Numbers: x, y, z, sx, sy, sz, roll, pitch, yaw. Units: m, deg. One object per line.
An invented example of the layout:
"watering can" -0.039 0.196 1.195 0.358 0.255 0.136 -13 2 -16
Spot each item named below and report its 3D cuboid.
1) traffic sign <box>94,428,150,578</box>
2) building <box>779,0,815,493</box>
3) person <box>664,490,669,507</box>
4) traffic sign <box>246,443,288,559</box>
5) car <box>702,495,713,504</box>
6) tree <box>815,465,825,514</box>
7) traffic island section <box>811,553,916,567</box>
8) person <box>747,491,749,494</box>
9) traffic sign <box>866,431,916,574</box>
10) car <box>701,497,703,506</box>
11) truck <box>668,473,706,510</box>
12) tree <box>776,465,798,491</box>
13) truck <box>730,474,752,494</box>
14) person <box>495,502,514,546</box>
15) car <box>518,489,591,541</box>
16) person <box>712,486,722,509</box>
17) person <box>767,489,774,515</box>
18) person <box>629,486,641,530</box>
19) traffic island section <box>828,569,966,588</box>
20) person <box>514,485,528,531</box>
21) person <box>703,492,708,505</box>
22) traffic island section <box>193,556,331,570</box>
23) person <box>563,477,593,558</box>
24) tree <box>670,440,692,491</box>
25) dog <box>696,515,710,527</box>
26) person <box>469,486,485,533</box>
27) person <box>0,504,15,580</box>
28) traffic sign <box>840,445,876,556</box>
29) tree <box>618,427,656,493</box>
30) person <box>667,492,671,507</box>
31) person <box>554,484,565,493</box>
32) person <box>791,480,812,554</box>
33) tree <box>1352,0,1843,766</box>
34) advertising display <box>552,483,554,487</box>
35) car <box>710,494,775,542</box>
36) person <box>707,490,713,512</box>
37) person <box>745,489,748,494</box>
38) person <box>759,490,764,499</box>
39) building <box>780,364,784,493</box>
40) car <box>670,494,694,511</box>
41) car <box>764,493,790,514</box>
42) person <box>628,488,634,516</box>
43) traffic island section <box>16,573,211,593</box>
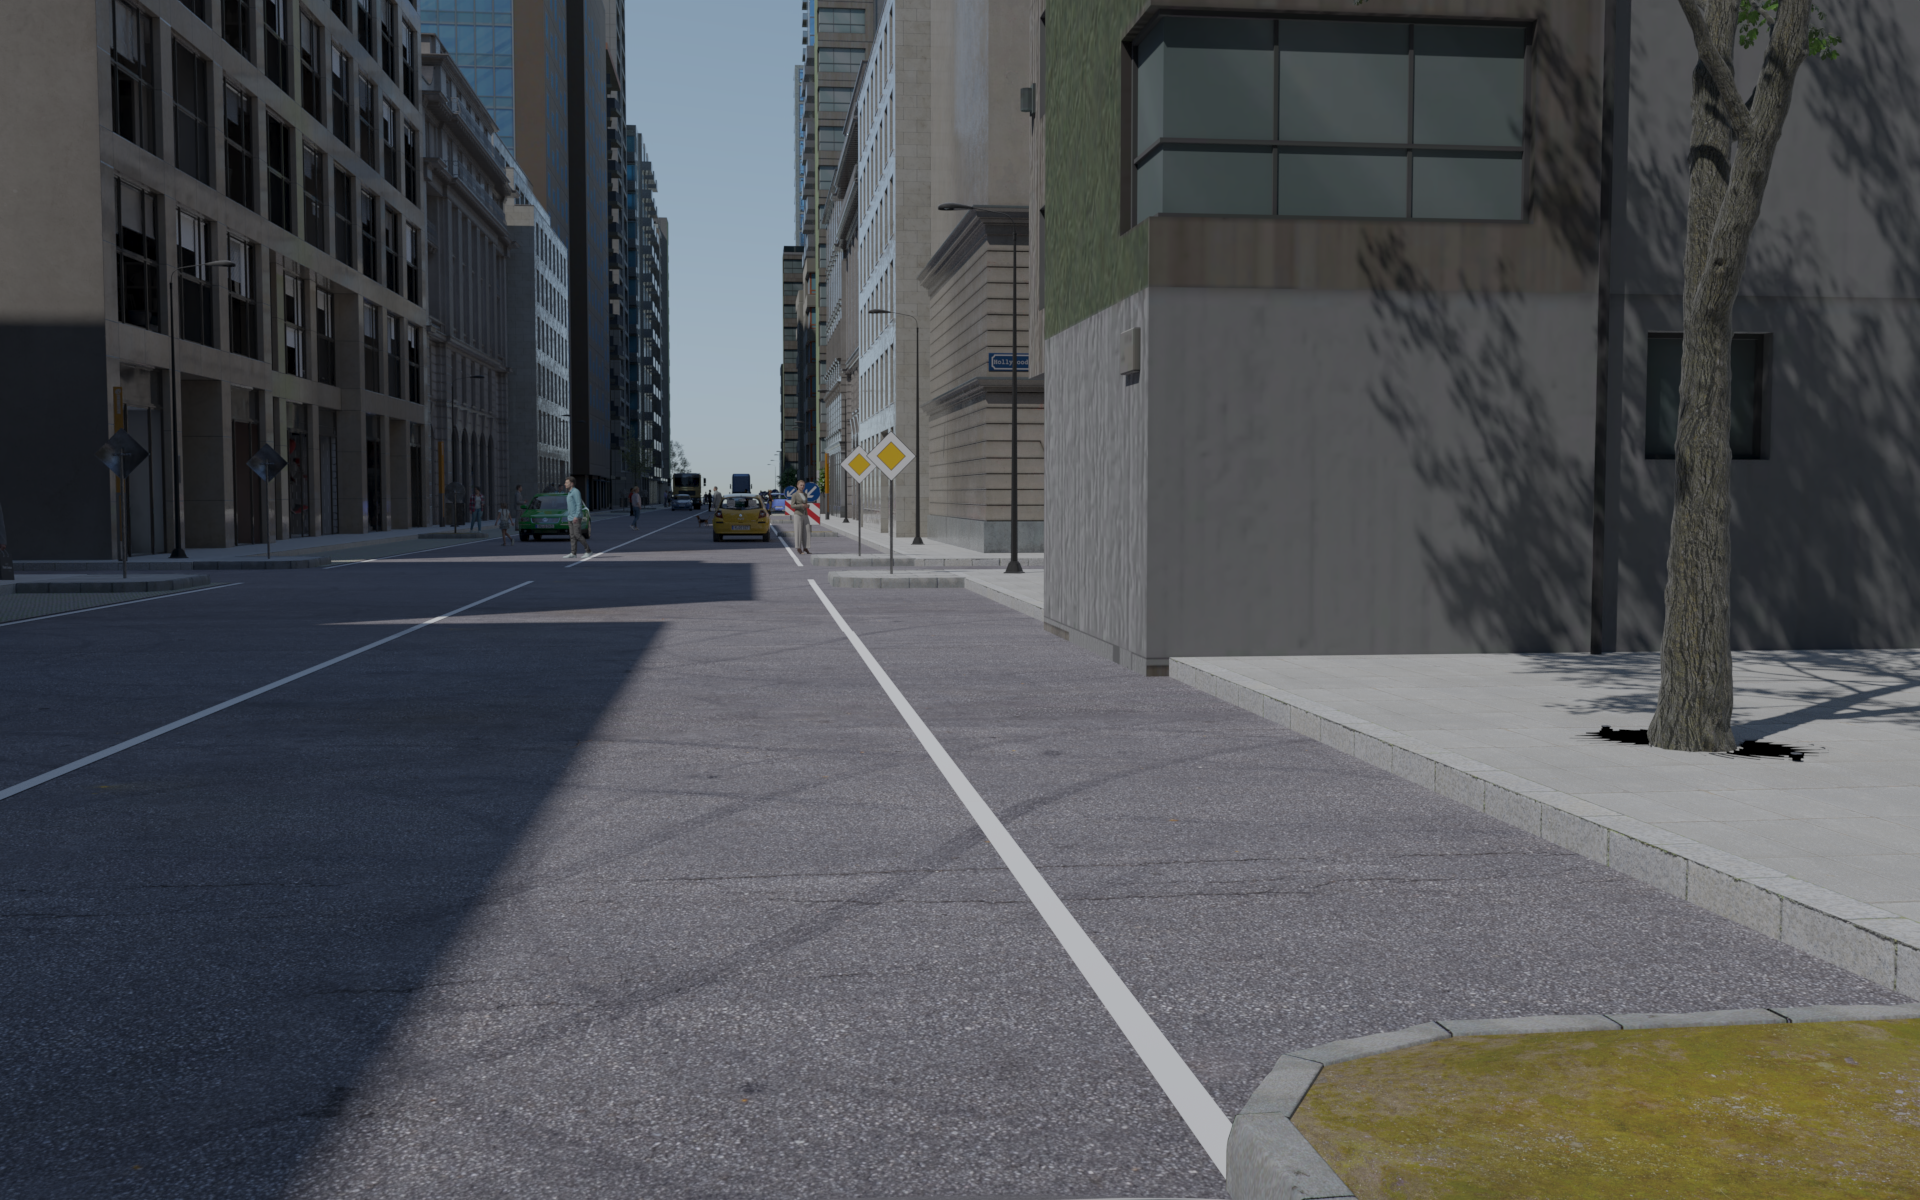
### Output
"traffic sign" -12.711 -1.386 26.304 0.795 2.450 0.064 0 4 -7
"building" -15.170 -57.518 253.089 22.319 86.520 31.000 0 4 -7
"person" -31.113 -10.732 183.832 0.599 1.838 0.709 0 4 5
"traffic sign" -13.681 -1.871 34.231 0.795 2.450 0.064 0 4 -7
"car" -35.552 -14.288 245.972 2.083 1.381 4.827 0 4 -5
"tree" -8.899 -7.218 112.623 1.663 3.219 1.824 0 3 0
"traffic island section" -2.048 -0.821 35.705 2.009 0.180 2.903 0 4 -7
"person" -22.192 -10.494 180.809 0.721 1.736 1.217 2 4 35
"traffic sign" -1.101 -1.471 27.699 0.795 2.450 0.064 0 4 -7
"car" -32.180 -12.116 209.896 2.131 1.459 4.920 0 4 -7
"truck" -25.341 -10.084 160.797 3.469 3.379 9.791 -1 4 -9
"tree" -18.745 -12.825 193.398 4.285 4.588 4.351 0 3 0
"truck" -27.874 -14.162 221.308 2.967 4.110 18.799 0 4 -8
"person" -12.635 -2.110 48.008 0.382 1.210 0.505 3 5 40
"car" -12.593 -2.760 53.919 1.959 1.807 4.718 0 4 -5
"person" -11.639 -4.548 82.958 0.391 1.810 0.635 1 4 17
"person" -12.672 -6.571 116.465 0.721 1.766 1.217 -1 4 -14
"person" -12.838 -3.626 68.463 0.731 1.740 0.598 3 4 39
"traffic island section" -1.078 -0.336 27.779 2.009 0.180 2.903 0 4 -7
"person" -17.009 -3.575 67.147 0.583 1.804 0.606 -1 4 -18
"person" -33.488 -13.400 228.147 0.990 1.755 0.434 2 4 28
"traffic island section" -13.704 -0.734 34.289 2.009 0.180 2.903 0 4 -7
"person" -8.562 -1.852 38.792 0.620 1.820 0.660 -2 4 -32
"tree" -44.708 -20.337 266.919 7.601 10.594 8.767 0 4 1
"dog" -11.187 -3.430 75.367 0.540 0.507 0.406 -2 4 -28
"person" -17.641 -3.298 63.261 0.563 1.720 0.643 -2 4 -27
"person" -10.495 -0.607 18.611 0.709 1.800 0.728 -1 4 -11
"traffic sign" -2.071 -1.956 35.625 0.795 2.450 0.064 0 4 -7
"tree" -34.698 -14.384 185.539 4.360 8.622 3.978 0 3 0
"person" -33.167 -11.481 197.006 0.721 1.735 1.217 -3 4 -36
"person" -16.692 -3.916 72.394 0.638 1.841 0.748 0 4 4
"person" -3.757 -1.966 41.197 0.519 1.759 0.362 -3 5 -43
"tree" 3.883 -5.053 8.380 9.928 11.665 9.643 0 3 0
"advertising display" -22.899 -5.642 97.457 0.123 1.923 0.974 -1 4 -15
"car" -6.694 -2.631 53.243 2.015 1.641 3.980 0 4 -6
"person" -20.486 -8.165 142.128 0.705 1.807 1.348 1 4 13
"person" -16.506 -7.645 133.455 0.705 1.831 1.348 -2 4 -27
"person" -21.357 -10.882 186.285 0.599 1.838 0.709 2 4 27
"building" -9.254 -23.281 225.678 27.650 21.520 28.899 0 4 -7
"car" -23.788 -8.328 148.158 2.014 1.417 4.499 -1 4 -9
"car" -13.173 -7.081 125.368 1.945 1.707 3.694 0 4 -8
"person" -21.092 -6.308 111.573 0.705 1.831 1.348 1 4 15
"traffic island section" -12.734 -0.250 26.363 2.009 0.180 2.903 0 4 -7
